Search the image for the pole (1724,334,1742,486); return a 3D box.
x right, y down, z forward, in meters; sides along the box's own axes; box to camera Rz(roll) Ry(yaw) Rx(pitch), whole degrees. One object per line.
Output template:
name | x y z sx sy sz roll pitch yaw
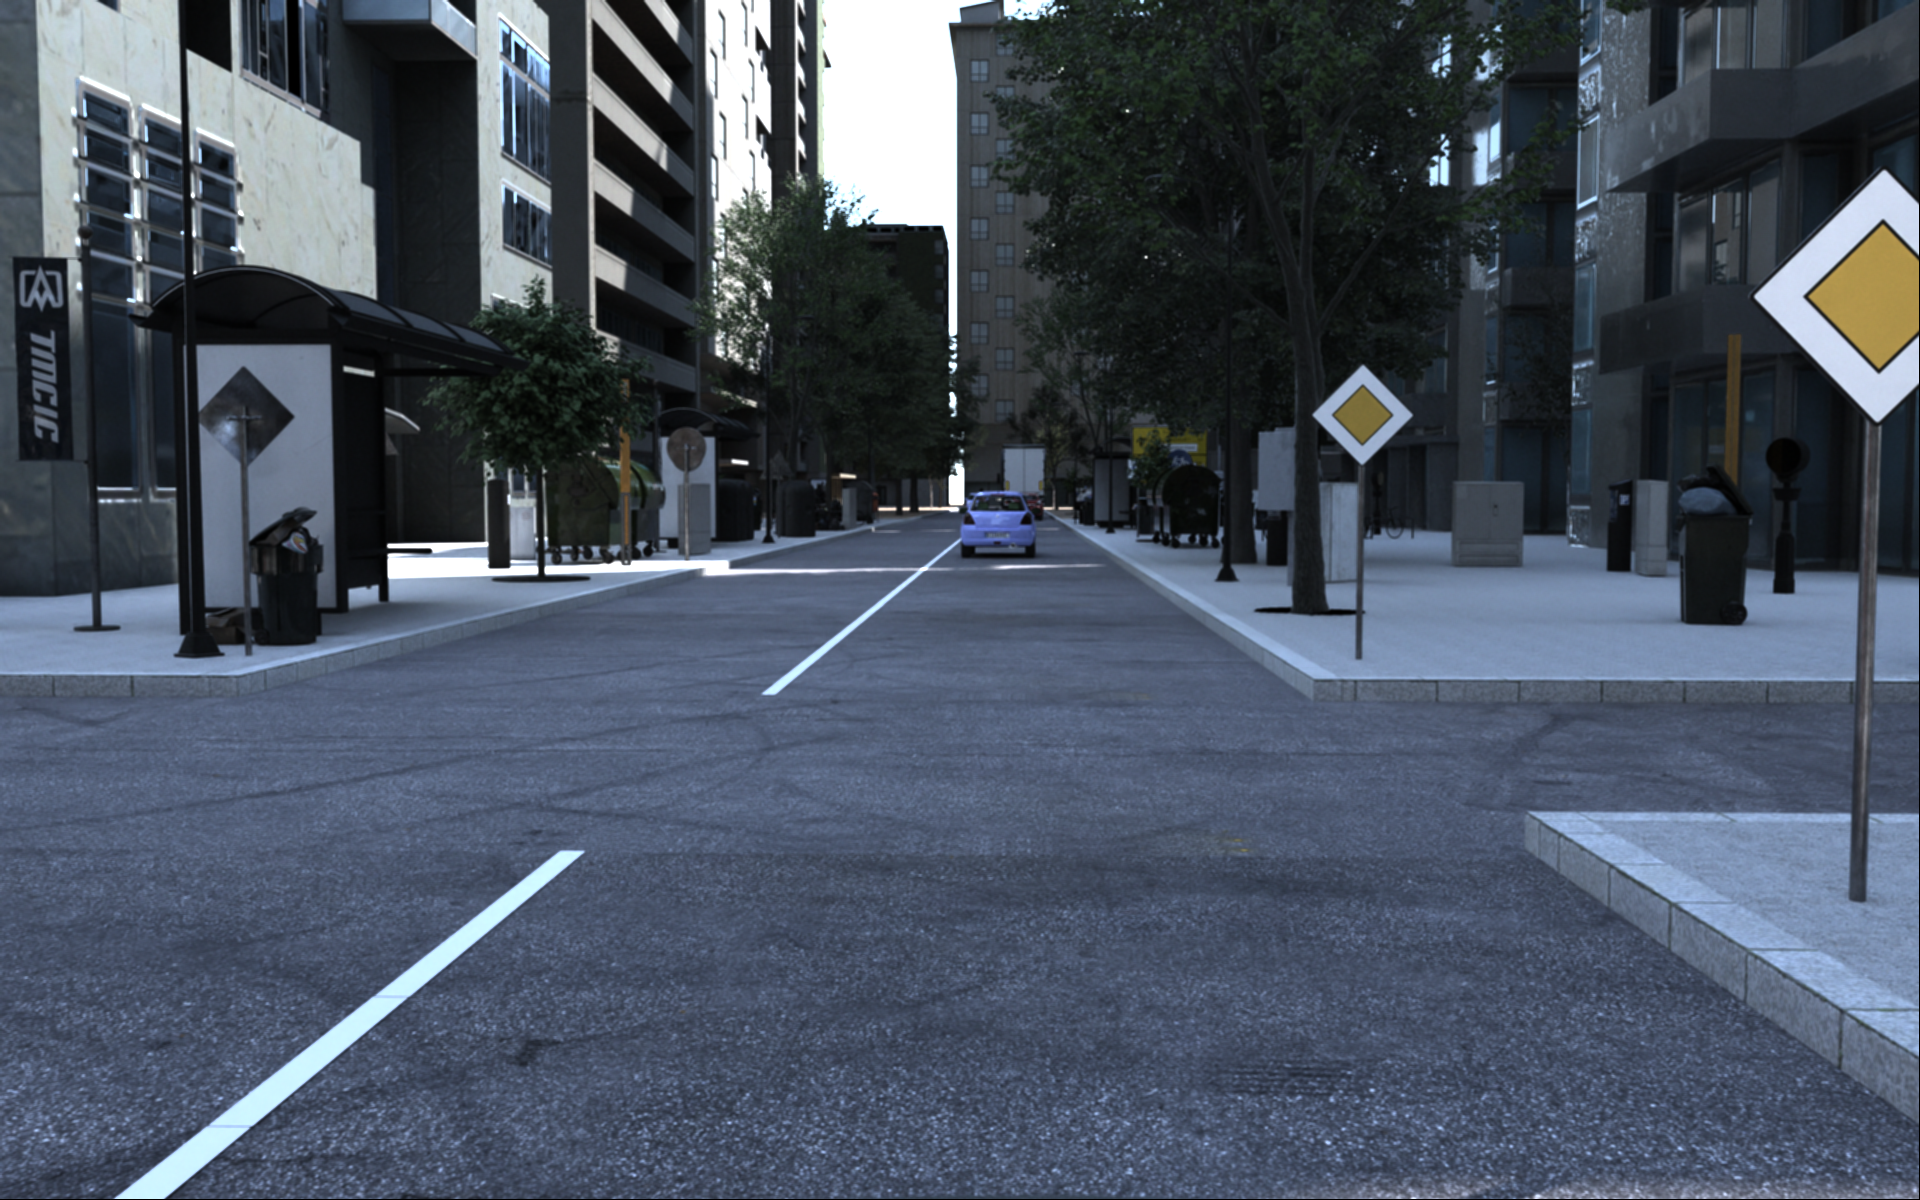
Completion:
pole | 9.902 -1.736 22.234 0.158 3.312 0.155 0 3 0

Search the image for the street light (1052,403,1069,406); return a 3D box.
street light | 5.384 -7.090 88.460 1.470 5.913 1.316 0 4 2

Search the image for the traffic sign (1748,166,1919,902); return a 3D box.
traffic sign | 2.830 -0.108 5.404 0.795 2.450 0.064 0 4 2

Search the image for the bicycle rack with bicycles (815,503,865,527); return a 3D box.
bicycle rack with bicycles | -5.199 -3.365 68.406 2.925 0.926 2.852 0 4 -2

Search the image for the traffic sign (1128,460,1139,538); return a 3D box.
traffic sign | 5.234 -2.983 50.901 0.606 2.300 0.079 1 4 10

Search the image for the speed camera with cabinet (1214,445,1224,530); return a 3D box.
speed camera with cabinet | 9.144 -4.085 61.126 2.038 3.252 0.660 0 4 -7

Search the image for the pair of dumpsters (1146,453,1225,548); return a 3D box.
pair of dumpsters | 5.568 -2.470 42.877 1.574 2.255 4.437 0 4 2

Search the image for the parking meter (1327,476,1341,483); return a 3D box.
parking meter | 11.843 -3.009 54.912 0.399 1.863 0.255 -3 4 -39

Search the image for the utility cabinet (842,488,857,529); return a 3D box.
utility cabinet | -4.083 -3.368 63.742 0.318 1.500 1.173 1 4 8

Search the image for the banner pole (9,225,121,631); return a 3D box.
banner pole | -8.373 -1.601 16.193 0.863 3.779 0.401 -1 4 -12

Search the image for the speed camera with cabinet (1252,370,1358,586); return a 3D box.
speed camera with cabinet | 5.039 -1.863 24.796 0.660 3.252 2.038 3 5 42

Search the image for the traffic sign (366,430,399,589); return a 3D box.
traffic sign | -7.998 -1.429 23.361 0.884 2.594 0.081 0 4 7

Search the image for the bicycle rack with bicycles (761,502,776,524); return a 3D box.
bicycle rack with bicycles | -7.591 -3.717 74.159 2.852 0.926 2.925 -1 4 -19

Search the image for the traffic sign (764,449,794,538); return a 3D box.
traffic sign | -5.263 -3.076 50.301 0.884 2.594 0.081 0 4 6

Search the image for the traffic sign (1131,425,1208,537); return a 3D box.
traffic sign | 6.227 -3.524 51.490 2.265 3.308 0.079 1 4 9

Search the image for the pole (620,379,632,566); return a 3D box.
pole | -5.976 -2.267 30.907 0.158 3.312 0.155 0 3 0

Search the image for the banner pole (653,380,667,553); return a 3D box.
banner pole | -6.657 -2.951 38.270 0.401 3.779 0.863 0 4 0

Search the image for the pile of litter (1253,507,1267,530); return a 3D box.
pile of litter | 11.086 -2.968 62.486 1.176 0.858 1.719 0 4 7

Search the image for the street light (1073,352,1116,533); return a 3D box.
street light | 4.390 -5.138 56.555 1.470 5.913 1.316 0 4 2

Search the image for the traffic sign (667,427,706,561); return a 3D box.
traffic sign | -5.219 -2.015 33.049 0.768 2.556 0.104 0 4 5

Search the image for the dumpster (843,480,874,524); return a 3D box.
dumpster | -4.357 -4.180 74.105 1.264 1.857 1.865 0 4 2

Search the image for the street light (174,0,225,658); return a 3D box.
street light | -5.480 -2.505 13.504 1.470 5.913 1.316 0 4 2

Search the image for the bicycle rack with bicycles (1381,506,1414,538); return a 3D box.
bicycle rack with bicycles | 11.652 -2.256 50.262 2.925 0.926 2.852 -2 4 -34

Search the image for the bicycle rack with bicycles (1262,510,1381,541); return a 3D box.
bicycle rack with bicycles | 9.367 -2.018 46.378 2.925 0.926 2.852 0 4 -2

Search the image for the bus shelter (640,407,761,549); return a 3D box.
bus shelter | -6.362 -3.010 43.134 2.014 3.302 5.546 0 4 2

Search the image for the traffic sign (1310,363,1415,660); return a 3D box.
traffic sign | 3.093 -0.596 13.384 0.795 2.450 0.064 0 4 2

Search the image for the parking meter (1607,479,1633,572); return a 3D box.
parking meter | 10.966 -1.246 28.784 0.372 1.533 0.369 0 3 0

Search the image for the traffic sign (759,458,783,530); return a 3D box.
traffic sign | -6.819 -3.825 62.549 0.884 2.594 0.081 0 4 7

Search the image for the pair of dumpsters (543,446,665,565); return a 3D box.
pair of dumpsters | -6.871 -1.894 33.453 1.574 2.255 4.437 0 4 2

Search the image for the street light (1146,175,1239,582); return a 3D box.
street light | 3.391 -3.231 25.368 1.470 5.913 1.316 0 4 2

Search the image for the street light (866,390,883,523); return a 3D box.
street light | -3.451 -6.348 76.336 1.470 5.913 1.316 0 4 2

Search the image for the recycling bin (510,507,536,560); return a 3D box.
recycling bin | -8.681 -1.302 33.842 0.722 1.027 0.722 -1 4 -17

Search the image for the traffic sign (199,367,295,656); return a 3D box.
traffic sign | -5.646 -0.615 13.691 0.795 2.450 0.064 0 4 2

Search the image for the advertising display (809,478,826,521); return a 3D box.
advertising display | -5.800 -4.063 71.642 0.974 1.923 0.123 -2 4 -33

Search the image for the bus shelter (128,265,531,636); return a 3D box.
bus shelter | -6.249 -1.479 18.106 2.014 3.302 5.546 0 4 2

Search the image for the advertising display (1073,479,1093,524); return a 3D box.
advertising display | 5.260 -4.203 73.928 0.974 1.923 0.123 -2 4 -35

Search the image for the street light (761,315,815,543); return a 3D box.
street light | -4.475 -4.441 45.149 1.470 5.913 1.316 0 4 2

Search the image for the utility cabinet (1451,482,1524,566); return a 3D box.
utility cabinet | 9.321 -1.341 30.599 1.173 1.500 0.318 0 4 3

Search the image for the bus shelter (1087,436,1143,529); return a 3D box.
bus shelter | 5.772 -4.258 63.545 2.014 3.302 5.546 0 4 2

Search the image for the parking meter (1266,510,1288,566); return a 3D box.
parking meter | 5.693 -1.385 31.059 0.372 1.533 0.369 0 3 0

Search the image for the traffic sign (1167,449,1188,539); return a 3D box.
traffic sign | 6.248 -3.019 49.466 0.768 2.556 0.104 1 4 11

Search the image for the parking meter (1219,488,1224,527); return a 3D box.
parking meter | 10.171 -3.648 68.052 0.372 1.533 0.369 0 3 0

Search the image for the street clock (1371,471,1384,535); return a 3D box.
street clock | 13.178 -3.066 54.694 0.358 2.002 0.471 3 4 39

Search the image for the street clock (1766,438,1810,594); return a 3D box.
street clock | 10.649 -1.086 22.327 0.358 2.002 0.471 -3 4 -37

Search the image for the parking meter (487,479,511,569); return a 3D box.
parking meter | -7.941 -1.309 29.820 0.372 1.533 0.369 0 3 0

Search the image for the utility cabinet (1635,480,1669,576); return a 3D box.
utility cabinet | 10.924 -1.141 27.334 0.318 1.500 1.173 1 4 13

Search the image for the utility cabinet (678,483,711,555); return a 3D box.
utility cabinet | -5.633 -1.713 36.683 0.318 1.500 1.173 1 4 12

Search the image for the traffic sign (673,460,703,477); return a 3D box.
traffic sign | -6.216 -2.406 39.441 0.768 2.556 0.104 1 4 10
